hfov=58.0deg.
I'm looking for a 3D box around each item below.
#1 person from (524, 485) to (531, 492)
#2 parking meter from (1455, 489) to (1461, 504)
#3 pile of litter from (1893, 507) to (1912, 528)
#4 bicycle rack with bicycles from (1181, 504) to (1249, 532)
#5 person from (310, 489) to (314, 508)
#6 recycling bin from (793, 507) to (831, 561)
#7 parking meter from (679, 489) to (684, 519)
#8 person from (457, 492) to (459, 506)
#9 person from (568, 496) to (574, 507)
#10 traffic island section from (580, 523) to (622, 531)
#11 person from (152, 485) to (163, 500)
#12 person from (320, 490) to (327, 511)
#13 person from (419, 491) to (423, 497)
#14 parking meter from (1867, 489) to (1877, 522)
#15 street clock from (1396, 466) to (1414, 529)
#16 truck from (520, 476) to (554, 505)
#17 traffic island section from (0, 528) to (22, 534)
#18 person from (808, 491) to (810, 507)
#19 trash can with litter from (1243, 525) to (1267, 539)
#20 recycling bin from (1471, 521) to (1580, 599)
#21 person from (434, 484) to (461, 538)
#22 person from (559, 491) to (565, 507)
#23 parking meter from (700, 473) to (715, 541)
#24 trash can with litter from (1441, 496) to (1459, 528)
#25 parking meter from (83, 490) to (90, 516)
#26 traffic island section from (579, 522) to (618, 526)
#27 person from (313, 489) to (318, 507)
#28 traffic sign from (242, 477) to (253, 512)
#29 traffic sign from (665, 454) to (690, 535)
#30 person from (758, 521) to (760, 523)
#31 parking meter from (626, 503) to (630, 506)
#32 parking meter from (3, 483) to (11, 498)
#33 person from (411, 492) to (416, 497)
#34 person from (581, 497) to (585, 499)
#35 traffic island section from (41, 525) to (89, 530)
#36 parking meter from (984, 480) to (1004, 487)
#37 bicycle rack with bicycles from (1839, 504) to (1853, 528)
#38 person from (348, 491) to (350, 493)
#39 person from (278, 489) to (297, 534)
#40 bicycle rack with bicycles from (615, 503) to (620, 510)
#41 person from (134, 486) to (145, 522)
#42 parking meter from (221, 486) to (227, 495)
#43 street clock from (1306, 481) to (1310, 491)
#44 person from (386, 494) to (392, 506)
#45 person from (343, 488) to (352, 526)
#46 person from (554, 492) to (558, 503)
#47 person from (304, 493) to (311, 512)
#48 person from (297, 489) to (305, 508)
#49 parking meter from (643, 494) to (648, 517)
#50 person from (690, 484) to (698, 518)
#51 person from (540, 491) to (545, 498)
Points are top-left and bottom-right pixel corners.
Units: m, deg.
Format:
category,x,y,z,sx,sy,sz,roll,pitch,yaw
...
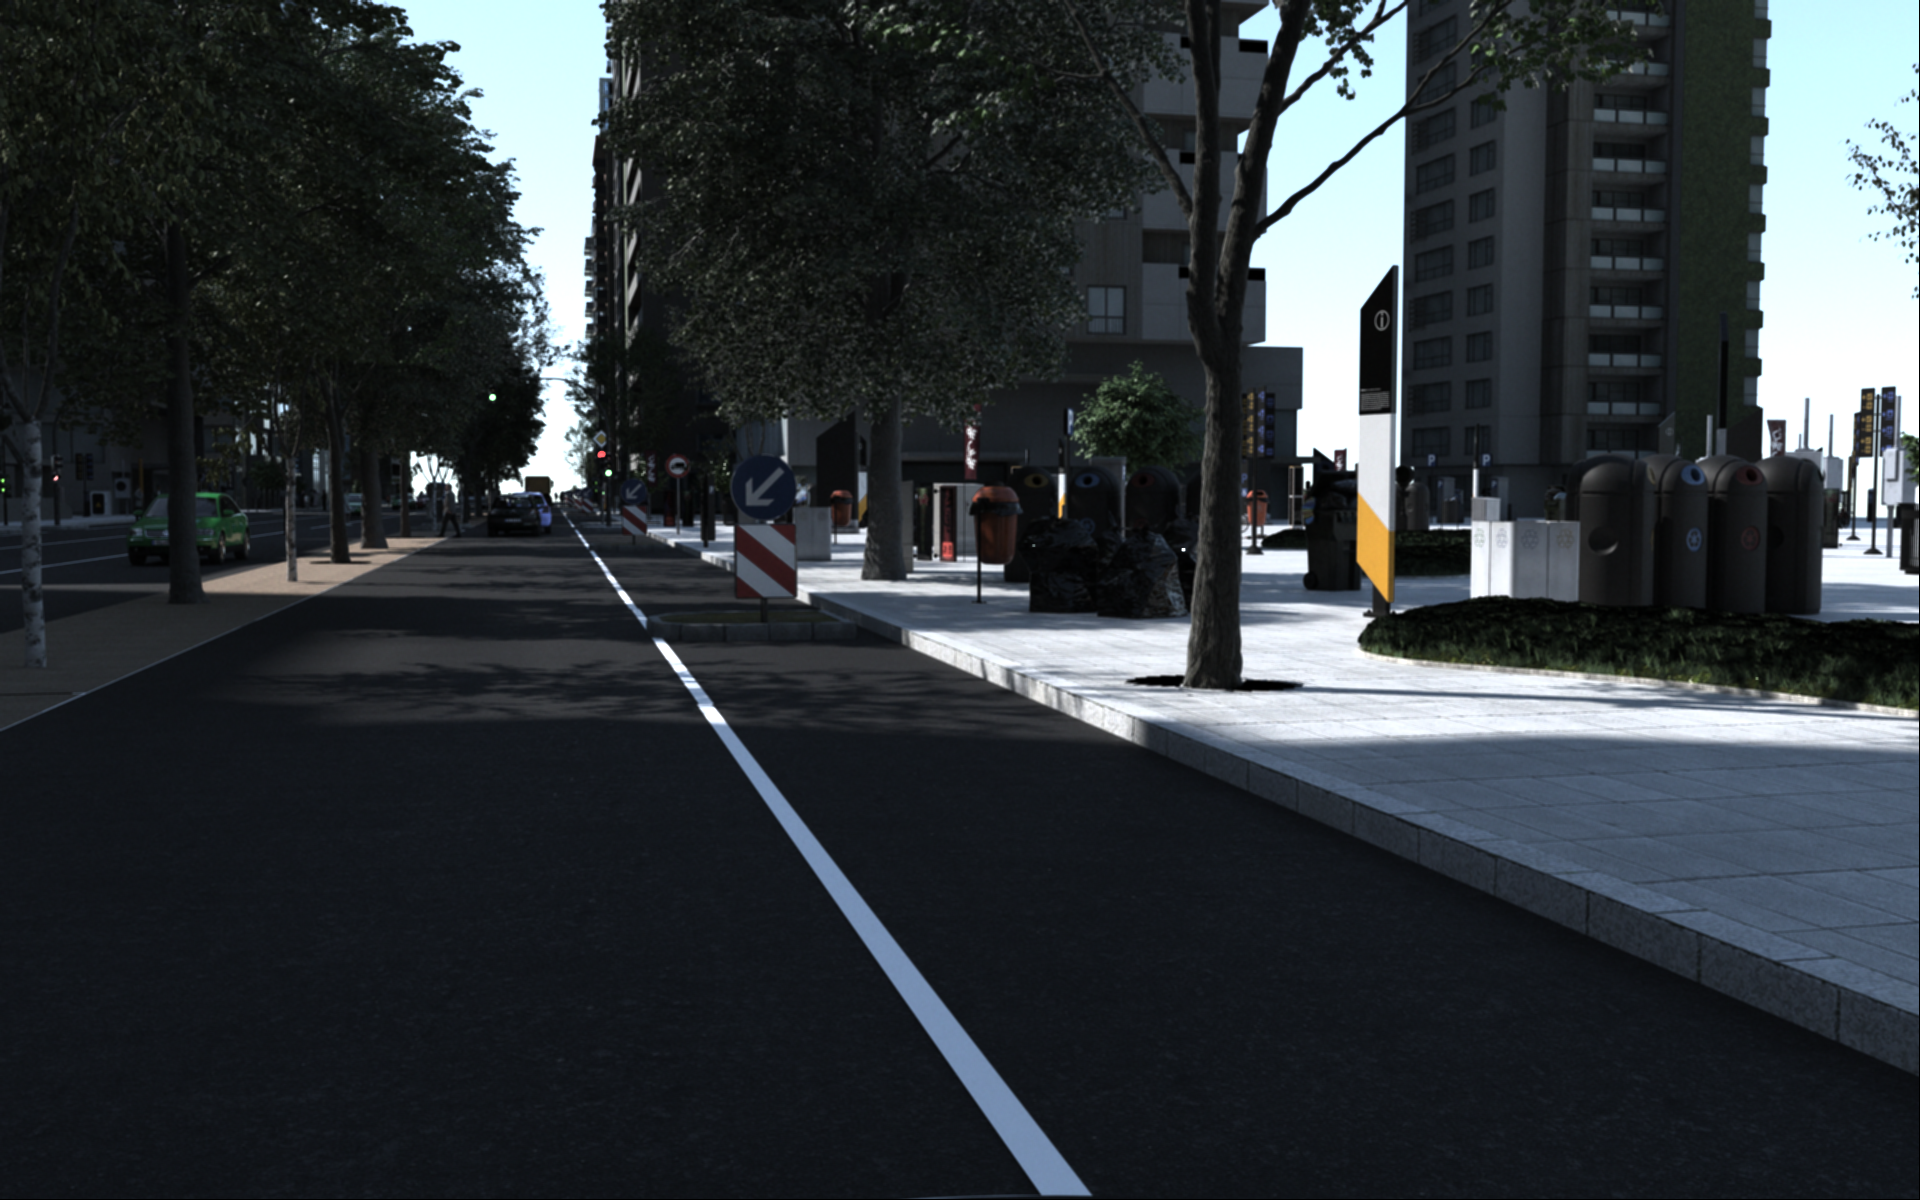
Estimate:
category,x,y,z,sx,sy,sz,roll,pitch,yaw
person,-19.937,-4.369,79.776,0.661,1.843,0.795,-2,4,-26
parking meter,25.499,-4.916,88.787,0.372,1.533,0.369,0,3,0
pile of litter,35.932,-3.137,65.263,1.719,0.858,1.176,0,4,7
bicycle rack with bicycles,7.820,-2.724,57.927,2.852,0.926,2.925,-3,5,-42
person,-61.028,-9.575,163.376,0.721,1.735,1.217,-1,4,-23
recycling bin,-2.852,-1.273,33.371,0.722,1.027,0.722,0,4,-6
parking meter,-14.210,-4.878,88.170,0.372,1.533,0.369,0,3,0
person,-62.340,-12.582,214.921,0.721,1.736,1.217,-1,4,-23
person,-42.367,-10.987,188.692,0.434,1.755,0.990,3,4,37
traffic island section,-13.831,-2.813,68.281,2.009,0.180,2.903,-1,4,-13
person,-47.096,-5.863,101.880,0.794,1.824,0.713,-2,4,-33
person,-54.785,-8.593,149.136,0.705,1.807,1.348,0,4,1
person,-58.020,-10.902,186.837,0.705,1.812,1.348,1,4,12
parking meter,42.136,-4.380,80.020,0.372,1.533,0.369,0,3,0
street clock,11.286,-2.417,44.082,0.471,2.002,0.358,3,5,41
truck,-44.722,-11.465,183.369,3.469,3.379,9.791,-1,4,-14
traffic island section,-35.183,-2.505,63.240,2.009,0.180,2.903,-1,4,-13
person,-5.562,-3.350,61.820,0.512,1.701,0.522,1,4,11
trash can with litter,8.230,-2.359,49.625,1.678,1.210,2.233,3,5,42
recycling bin,5.240,-0.216,16.092,0.722,1.027,0.722,-1,4,-16
person,-16.780,-2.925,56.717,0.834,1.777,0.661,0,4,-8
person,-43.842,-11.116,190.780,0.617,1.759,0.750,-1,4,-15
parking meter,-6.939,-2.563,47.622,0.255,1.863,0.399,2,4,29
trash can with litter,16.033,-2.699,55.192,2.233,1.210,1.678,0,4,7
parking meter,-51.290,-5.711,101.781,0.372,1.533,0.369,0,3,0
traffic island section,-15.674,-3.289,76.051,2.009,0.180,2.903,-1,4,-13
person,-63.514,-10.021,170.547,0.551,1.740,0.621,-1,4,-13
traffic sign,-51.779,-7.695,125.911,0.768,2.556,0.104,-1,4,-10
traffic sign,-8.940,-3.351,54.892,0.768,2.556,0.104,-1,4,-12
person,-6.624,-3.040,55.731,0.794,1.824,0.713,-1,4,-14
parking meter,-22.449,-6.634,116.877,0.372,1.533,0.369,0,3,0
parking meter,-51.810,-5.411,94.179,0.399,1.863,0.255,2,4,33
person,-65.507,-12.088,206.955,1.217,1.723,0.721,-3,5,-42
person,-29.600,-7.773,135.953,0.532,1.782,0.716,0,4,3
traffic island section,-37.026,-2.980,71.011,2.009,0.180,2.903,-1,4,-13
parking meter,0.635,-1.457,32.240,0.372,1.533,0.369,0,3,0
bicycle rack with bicycles,32.650,-3.186,65.474,2.925,0.926,2.852,-2,4,-34
person,-51.945,-8.455,147.526,0.721,1.735,1.217,0,4,5
person,-23.968,-3.247,61.762,0.592,1.802,0.473,2,4,28
bicycle rack with bicycles,-25.142,-7.277,132.365,2.925,0.926,2.852,2,4,35
person,-36.687,-4.207,77.468,0.473,1.802,0.592,0,4,0
parking meter,-51.191,-7.019,120.476,0.399,1.863,0.255,2,4,27
street clock,19.139,-5.549,95.297,0.358,2.002,0.471,1,4,15
person,-68.102,-11.909,206.464,0.557,1.426,1.065,2,4,32
person,-27.790,-4.215,78.411,0.522,1.701,0.512,-2,4,-23
person,-62.803,-15.967,269.430,0.709,1.838,0.599,-3,4,-38
person,-52.750,-7.887,140.042,0.503,1.515,0.523,-2,4,-32
person,-58.863,-9.041,154.665,0.742,1.727,0.445,-1,4,-15
parking meter,-17.895,-5.506,98.430,0.372,1.533,0.369,0,3,0
person,-14.328,-5.275,92.529,0.529,1.795,0.600,-2,4,-30
person,-41.388,-9.899,170.863,0.721,1.766,1.217,2,4,30
